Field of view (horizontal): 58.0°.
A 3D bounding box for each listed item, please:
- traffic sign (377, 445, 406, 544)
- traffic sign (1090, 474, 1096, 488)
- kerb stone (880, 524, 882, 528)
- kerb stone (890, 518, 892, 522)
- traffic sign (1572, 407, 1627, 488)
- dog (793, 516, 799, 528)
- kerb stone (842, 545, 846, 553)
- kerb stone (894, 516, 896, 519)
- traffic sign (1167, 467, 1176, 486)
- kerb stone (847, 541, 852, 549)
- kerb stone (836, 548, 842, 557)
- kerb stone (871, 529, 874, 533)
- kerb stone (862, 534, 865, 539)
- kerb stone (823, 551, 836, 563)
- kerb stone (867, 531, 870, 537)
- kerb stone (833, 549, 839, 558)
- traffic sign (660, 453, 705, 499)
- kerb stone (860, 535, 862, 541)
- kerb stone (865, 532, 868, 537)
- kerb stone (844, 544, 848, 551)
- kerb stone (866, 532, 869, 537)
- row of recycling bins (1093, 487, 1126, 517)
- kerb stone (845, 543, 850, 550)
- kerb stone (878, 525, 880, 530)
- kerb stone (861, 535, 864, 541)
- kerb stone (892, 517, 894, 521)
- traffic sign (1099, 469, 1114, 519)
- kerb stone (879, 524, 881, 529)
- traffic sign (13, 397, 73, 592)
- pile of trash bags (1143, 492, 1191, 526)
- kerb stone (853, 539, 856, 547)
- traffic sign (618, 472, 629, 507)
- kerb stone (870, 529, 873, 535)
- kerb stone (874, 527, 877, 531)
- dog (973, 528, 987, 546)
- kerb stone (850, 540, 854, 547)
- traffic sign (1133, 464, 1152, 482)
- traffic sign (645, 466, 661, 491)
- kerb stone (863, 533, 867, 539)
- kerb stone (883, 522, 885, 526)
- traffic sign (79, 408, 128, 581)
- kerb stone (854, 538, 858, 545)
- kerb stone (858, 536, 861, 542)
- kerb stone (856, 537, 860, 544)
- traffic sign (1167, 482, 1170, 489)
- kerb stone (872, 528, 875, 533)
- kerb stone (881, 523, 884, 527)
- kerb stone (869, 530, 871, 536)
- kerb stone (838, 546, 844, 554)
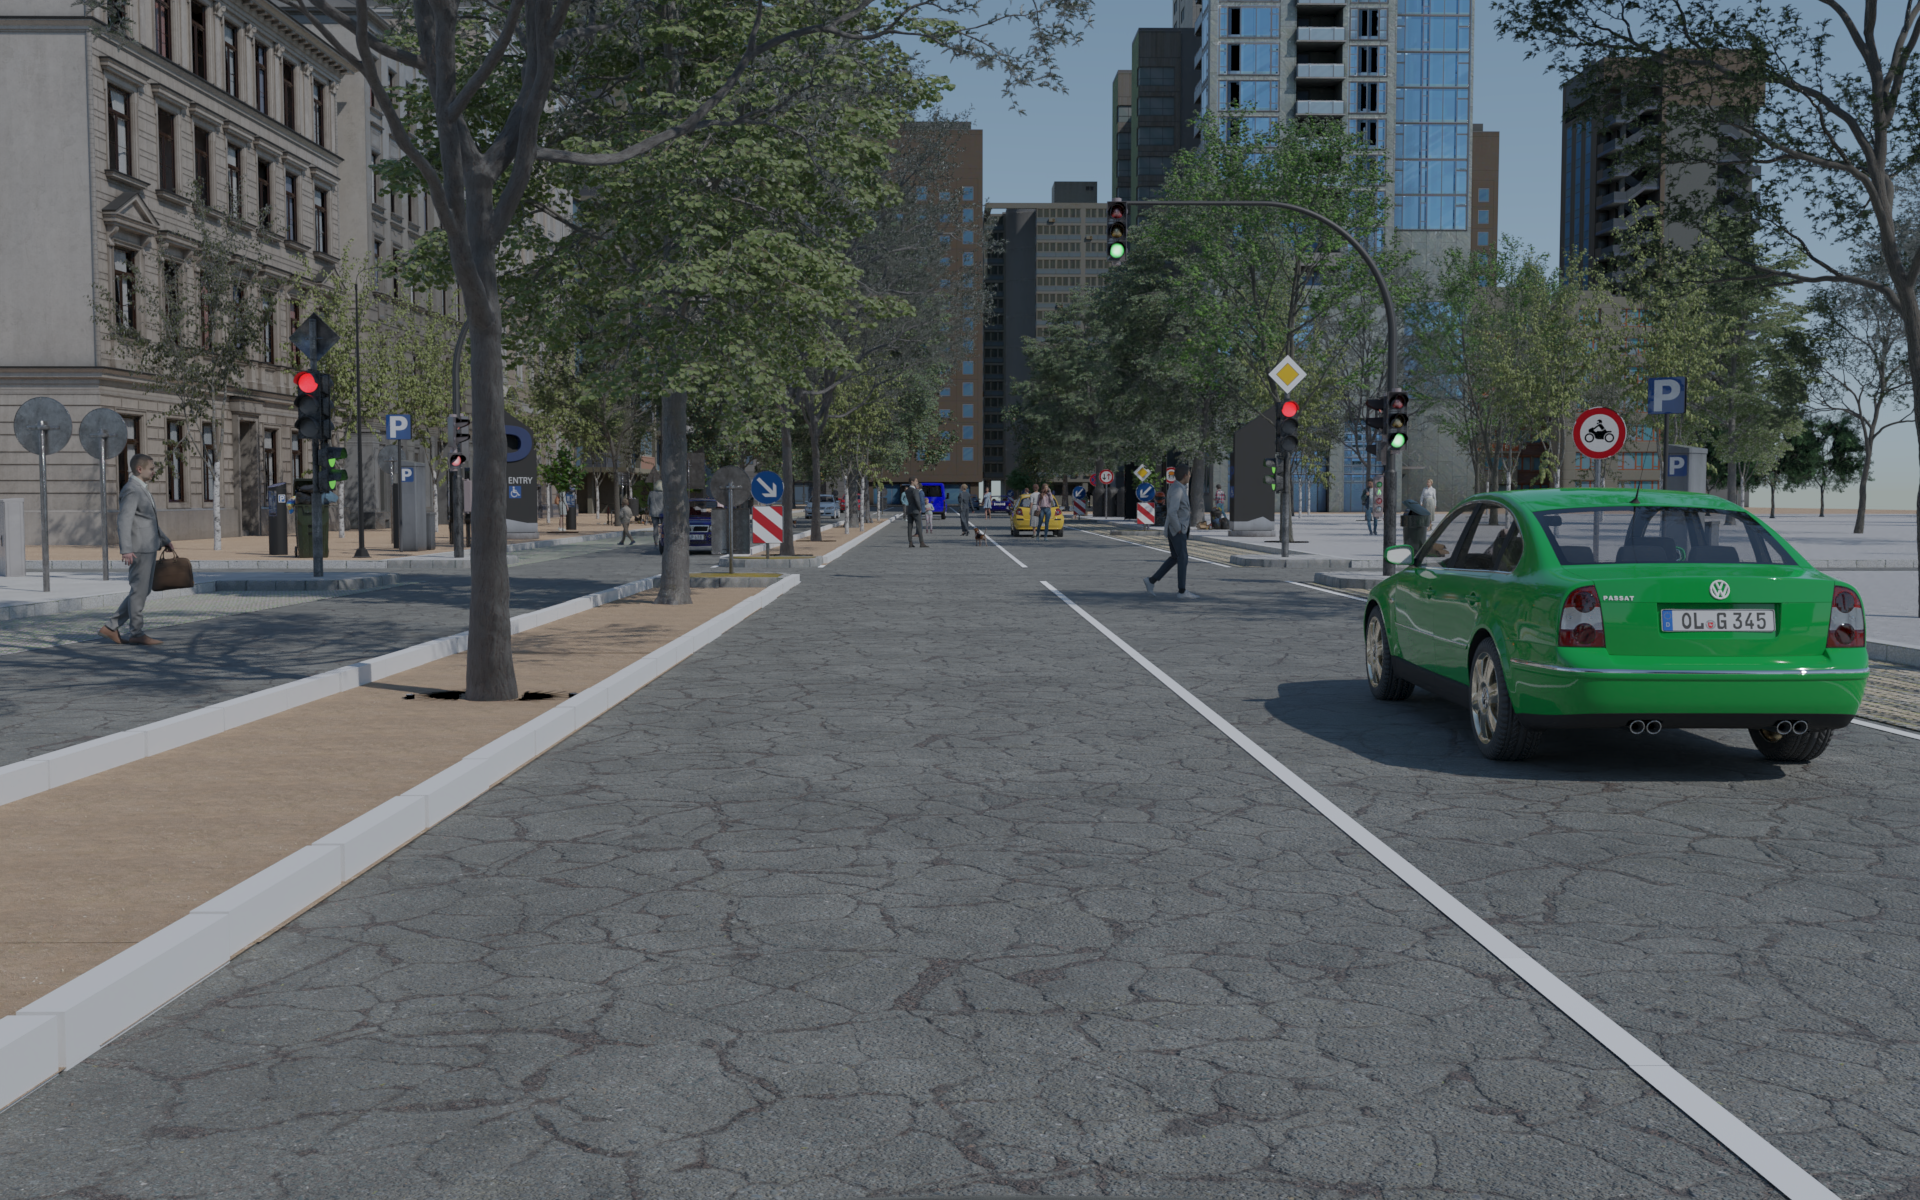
[{"bbox_3d":[-14.673,-2.729,44.731,0.768,2.556,0.104,0,4,5],"label":"traffic sign"},{"bbox_3d":[8.483,-6.616,108.284,0.768,2.556,0.104,0,4,6],"label":"traffic sign"},{"bbox_3d":[-3.274,-2.855,68.882,0.120,0.150,1.000,0,4,-1],"label":"kerb stone"},{"bbox_3d":[-3.517,-3.794,84.254,0.120,0.150,1.000,0,4,-1],"label":"kerb stone"},{"bbox_3d":[9.315,-1.542,25.319,0.768,2.556,0.104,0,4,5],"label":"traffic sign"},{"bbox_3d":[-7.033,-3.228,72.070,0.406,0.507,0.540,3,5,39],"label":"dog"},{"bbox_3d":[-2.864,-1.162,41.196,0.120,0.150,1.000,0,4,-1],"label":"kerb stone"},{"bbox_3d":[-3.641,-4.298,92.463,0.120,0.150,1.000,0,4,-1],"label":"kerb stone"},{"bbox_3d":[10.001,-5.009,82.010,0.768,2.556,0.104,0,4,2],"label":"traffic sign"},{"bbox_3d":[-2.908,-1.347,44.268,0.120,0.150,1.000,0,4,-1],"label":"kerb stone"},{"bbox_3d":[-2.817,-1.037,39.152,0.120,0.150,1.000,0,4,-1],"label":"kerb stone"},{"bbox_3d":[-3.134,-2.288,59.656,0.120,0.150,1.000,0,4,-1],"label":"kerb stone"},{"bbox_3d":[-3.025,-1.852,52.472,0.120,0.150,1.000,0,4,-1],"label":"kerb stone"},{"bbox_3d":[-2.794,-0.912,37.107,0.120,0.150,1.000,0,4,-1],"label":"kerb stone"},{"bbox_3d":[-3.093,-2.102,56.574,0.120,0.150,1.000,0,4,-1],"label":"kerb stone"},{"bbox_3d":[-2.807,-0.974,38.129,0.120,0.150,1.000,0,4,-1],"label":"kerb stone"},{"bbox_3d":[-13.635,-5.579,85.094,2.265,3.308,0.079,1,4,9],"label":"traffic sign"},{"bbox_3d":[-2.994,-1.722,50.424,0.120,0.150,1.000,0,4,-1],"label":"kerb stone"},{"bbox_3d":[-3.057,-1.975,54.525,0.120,0.150,1.000,0,4,-1],"label":"kerb stone"},{"bbox_3d":[-2.873,-1.225,42.218,0.120,0.150,1.000,0,4,-1],"label":"kerb stone"},{"bbox_3d":[-3.067,-2.030,55.552,0.120,0.150,1.000,0,4,-1],"label":"kerb stone"},{"bbox_3d":[8.873,-5.466,96.480,3.534,1.692,1.069,3,5,40],"label":"row of recycling bins"},{"bbox_3d":[-2.889,-1.281,43.241,0.120,0.150,1.000,0,4,-1],"label":"kerb stone"},{"bbox_3d":[-3.251,-2.730,66.834,0.120,0.150,1.000,0,4,-1],"label":"kerb stone"},{"bbox_3d":[-3.010,-1.786,51.450,0.120,0.150,1.000,0,4,-1],"label":"kerb stone"},{"bbox_3d":[-3.578,-4.047,88.356,0.120,0.150,1.000,0,4,-1],"label":"kerb stone"},{"bbox_3d":[7.488,-5.414,88.625,0.768,2.556,0.104,0,4,2],"label":"traffic sign"},{"bbox_3d":[-3.256,-2.785,67.859,0.120,0.150,1.000,0,4,-1],"label":"kerb stone"},{"bbox_3d":[-11.994,-1.380,22.666,0.768,2.556,0.104,0,4,0],"label":"traffic sign"},{"bbox_3d":[8.367,-3.723,70.629,1.912,1.369,3.447,0,4,-4],"label":"pile of trash bags"},{"bbox_3d":[-2.934,-1.474,46.327,0.120,0.150,1.000,0,4,-1],"label":"kerb stone"},{"bbox_3d":[-15.325,-4.681,78.663,0.606,2.300,0.079,0,3,0],"label":"traffic sign"},{"bbox_3d":[-3.116,-2.223,58.634,0.120,0.150,1.000,0,4,-1],"label":"kerb stone"},{"bbox_3d":[-3.193,-2.475,62.737,0.120,0.150,1.000,0,4,-1],"label":"kerb stone"},{"bbox_3d":[0.554,-1.727,47.521,0.540,0.507,0.406,1,4,23],"label":"dog"},{"bbox_3d":[-2.919,-1.413,45.301,0.120,0.150,1.000,0,4,-1],"label":"kerb stone"},{"bbox_3d":[7.839,-4.557,74.235,0.795,2.593,0.064,0,4,5],"label":"traffic sign"},{"bbox_3d":[-14.038,-4.861,79.487,0.884,2.594,0.081,0,4,6],"label":"traffic sign"},{"bbox_3d":[-3.037,-1.914,53.494,0.120,0.150,1.000,0,4,-1],"label":"kerb stone"},{"bbox_3d":[-3.338,-3.103,72.976,0.120,0.150,1.000,0,4,-1],"label":"kerb stone"},{"bbox_3d":[-12.668,-1.560,25.612,0.768,2.556,0.104,0,4,7],"label":"traffic sign"},{"bbox_3d":[-2.943,-1.535,47.349,0.120,0.150,1.000,0,4,-1],"label":"kerb stone"},{"bbox_3d":[-2.974,-1.664,49.397,0.120,0.150,1.000,0,4,-1],"label":"kerb stone"},{"bbox_3d":[-2.957,-1.601,48.375,0.120,0.150,1.000,0,4,-1],"label":"kerb stone"},{"bbox_3d":[10.071,-5.095,83.412,0.768,2.556,0.104,0,4,3],"label":"traffic sign"},{"bbox_3d":[-3.153,-2.354,60.685,0.120,0.150,1.000,0,4,-1],"label":"kerb stone"},{"bbox_3d":[-3.307,-2.977,70.927,0.120,0.150,1.000,0,4,-1],"label":"kerb stone"},{"bbox_3d":[-3.107,-2.165,57.606,0.120,0.150,1.000,0,4,-1],"label":"kerb stone"},{"bbox_3d":[-2.832,-1.100,40.174,0.120,0.150,1.000,0,4,-1],"label":"kerb stone"}]
